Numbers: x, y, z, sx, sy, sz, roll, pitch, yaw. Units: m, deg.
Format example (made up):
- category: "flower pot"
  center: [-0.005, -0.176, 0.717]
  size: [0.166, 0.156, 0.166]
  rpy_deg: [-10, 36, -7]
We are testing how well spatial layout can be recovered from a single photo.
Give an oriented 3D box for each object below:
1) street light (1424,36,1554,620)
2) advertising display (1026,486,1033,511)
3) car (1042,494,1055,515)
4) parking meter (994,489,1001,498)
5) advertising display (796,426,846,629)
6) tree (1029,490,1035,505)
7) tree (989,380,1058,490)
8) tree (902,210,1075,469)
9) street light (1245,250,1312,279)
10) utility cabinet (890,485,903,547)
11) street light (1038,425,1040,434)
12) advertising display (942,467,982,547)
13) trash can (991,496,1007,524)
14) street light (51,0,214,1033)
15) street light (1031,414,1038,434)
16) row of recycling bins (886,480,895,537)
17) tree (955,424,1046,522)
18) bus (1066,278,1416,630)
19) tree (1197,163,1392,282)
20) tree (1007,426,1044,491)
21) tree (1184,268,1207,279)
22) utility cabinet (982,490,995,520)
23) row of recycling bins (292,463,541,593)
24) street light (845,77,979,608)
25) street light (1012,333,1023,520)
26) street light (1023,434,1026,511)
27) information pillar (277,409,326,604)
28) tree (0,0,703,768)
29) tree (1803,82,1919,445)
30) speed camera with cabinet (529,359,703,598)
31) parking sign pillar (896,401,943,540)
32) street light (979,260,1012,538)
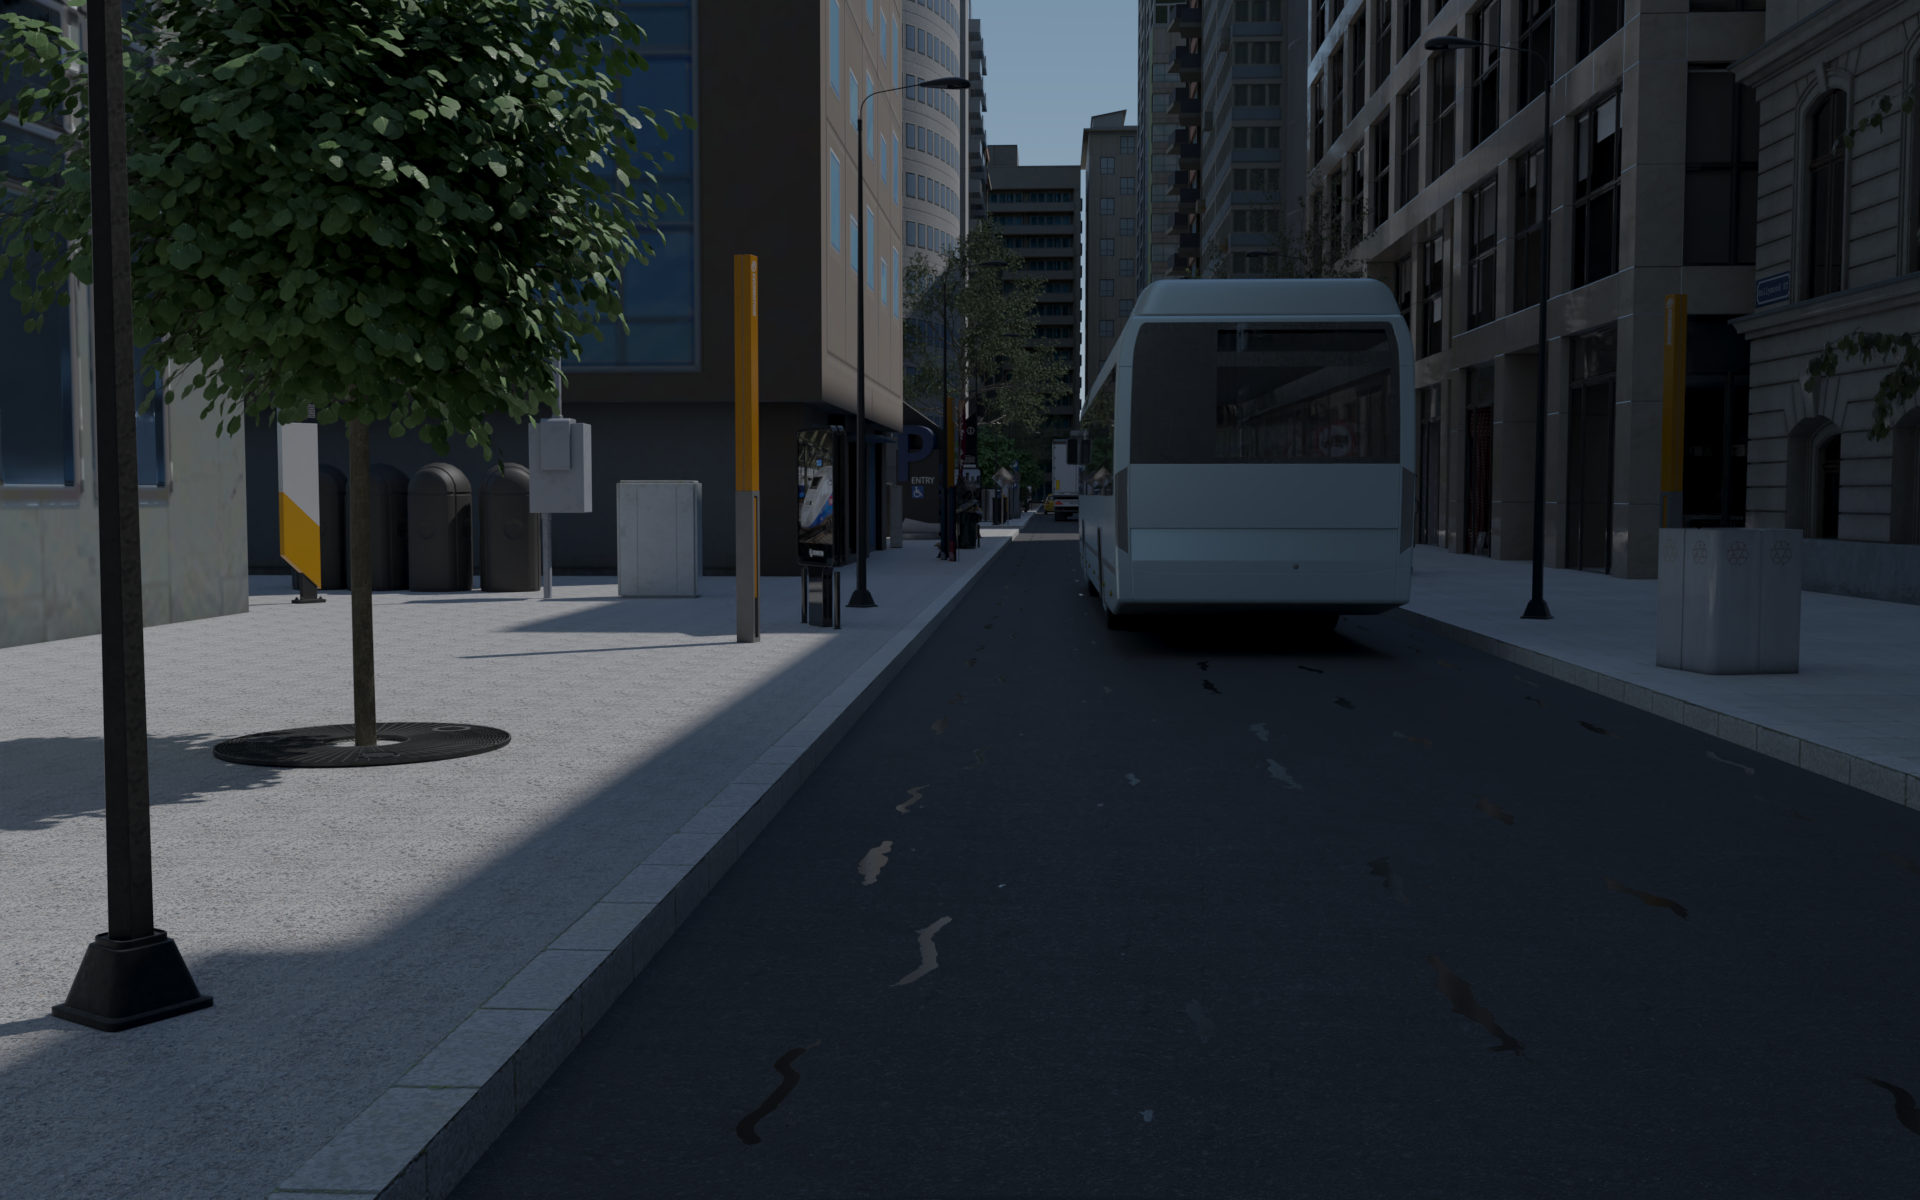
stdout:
- category: "street light"
  center: [5.416, -2.764, 17.731]
  size: [1.470, 5.913, 1.316]
  rpy_deg: [0, 4, 3]
- category: "advertising display"
  center: [5.204, -7.874, 133.950]
  size: [0.974, 1.923, 0.123]
  rpy_deg: [3, 5, 42]
- category: "car"
  center: [6.813, -6.884, 122.769]
  size: [2.015, 1.641, 3.980]
  rpy_deg: [0, 4, 2]
- category: "parking meter"
  center: [1.963, -4.975, 89.758]
  size: [0.372, 1.533, 0.369]
  rpy_deg: [0, 3, 0]
- category: "advertising display"
  center: [-1.354, -0.707, 16.770]
  size: [0.123, 1.923, 0.974]
  rpy_deg: [-2, 4, -27]
- category: "tree"
  center: [8.194, -12.917, 205.793]
  size: [1.663, 3.219, 1.824]
  rpy_deg: [0, 3, 0]
- category: "tree"
  center: [3.846, -9.873, 111.791]
  size: [4.360, 8.622, 3.978]
  rpy_deg: [0, 3, 0]
- category: "tree"
  center: [0.218, -7.472, 56.573]
  size: [7.601, 10.594, 8.767]
  rpy_deg: [0, 4, -7]
- category: "street light"
  center: [6.141, -3.708, 33.166]
  size: [1.470, 5.913, 1.316]
  rpy_deg: [0, 4, 3]
- category: "utility cabinet"
  center: [-1.522, -2.011, 41.567]
  size: [0.318, 1.500, 1.173]
  rpy_deg: [0, 4, -2]
- category: "street light"
  center: [3.769, -7.834, 100.626]
  size: [1.470, 5.913, 1.316]
  rpy_deg: [0, 4, 3]
- category: "advertising display"
  center: [0.051, -2.219, 41.488]
  size: [0.974, 1.923, 0.123]
  rpy_deg: [-1, 4, -22]
- category: "trash can"
  center: [1.689, -3.814, 74.017]
  size: [0.748, 1.137, 0.748]
  rpy_deg: [0, 3, 0]
- category: "street light"
  center: [-1.516, -1.930, 4.091]
  size: [1.470, 5.913, 1.316]
  rpy_deg: [0, 4, 3]
- category: "street light"
  center: [2.971, -6.923, 85.738]
  size: [1.470, 5.913, 1.316]
  rpy_deg: [0, 4, 3]
- category: "row of recycling bins"
  center: [-3.507, -2.762, 52.276]
  size: [3.534, 1.692, 1.069]
  rpy_deg: [1, 4, 22]
- category: "tree"
  center: [1.115, -5.891, 80.030]
  size: [4.285, 4.588, 4.351]
  rpy_deg: [0, 3, 0]
- category: "bus"
  center: [2.893, -1.626, 21.449]
  size: [2.948, 3.499, 13.247]
  rpy_deg: [0, 4, 2]
- category: "tree"
  center: [7.379, -5.355, 37.911]
  size: [4.360, 8.622, 3.978]
  rpy_deg: [0, 3, 0]
- category: "tree"
  center: [5.810, -12.811, 159.827]
  size: [4.737, 8.622, 4.395]
  rpy_deg: [0, 3, 0]
- category: "tree"
  center: [8.070, -6.461, 55.993]
  size: [4.737, 8.622, 4.395]
  rpy_deg: [0, 3, 0]
- category: "utility cabinet"
  center: [1.371, -4.680, 85.189]
  size: [0.318, 1.500, 1.173]
  rpy_deg: [-1, 4, -19]
- category: "row of recycling bins"
  center: [-7.284, -0.979, 23.113]
  size: [3.534, 1.692, 1.069]
  rpy_deg: [1, 4, 10]
- category: "street light"
  center: [-0.579, -2.871, 19.484]
  size: [1.470, 5.913, 1.316]
  rpy_deg: [0, 4, 3]
- category: "street light"
  center: [1.012, -4.749, 50.185]
  size: [1.470, 5.913, 1.316]
  rpy_deg: [0, 4, 3]
- category: "street light"
  center: [2.023, -6.022, 71.002]
  size: [1.470, 5.913, 1.316]
  rpy_deg: [0, 4, 3]
- category: "information pillar"
  center: [-7.713, -1.765, 20.210]
  size: [0.183, 3.616, 0.504]
  rpy_deg: [2, 4, 35]
- category: "tree"
  center: [-2.936, -1.527, 8.674]
  size: [4.285, 4.588, 4.351]
  rpy_deg: [0, 3, 0]
- category: "tree"
  center: [5.372, -3.487, 7.370]
  size: [4.360, 8.622, 3.978]
  rpy_deg: [0, 3, 0]
- category: "speed camera with cabinet"
  center: [-4.252, -1.658, 21.452]
  size: [2.038, 3.252, 0.660]
  rpy_deg: [0, 4, -2]
- category: "parking sign pillar"
  center: [-1.132, -3.702, 48.999]
  size: [1.447, 3.967, 1.447]
  rpy_deg: [1, 4, 19]
- category: "street light"
  center: [0.242, -3.796, 34.612]
  size: [1.470, 5.913, 1.316]
  rpy_deg: [0, 4, 3]
